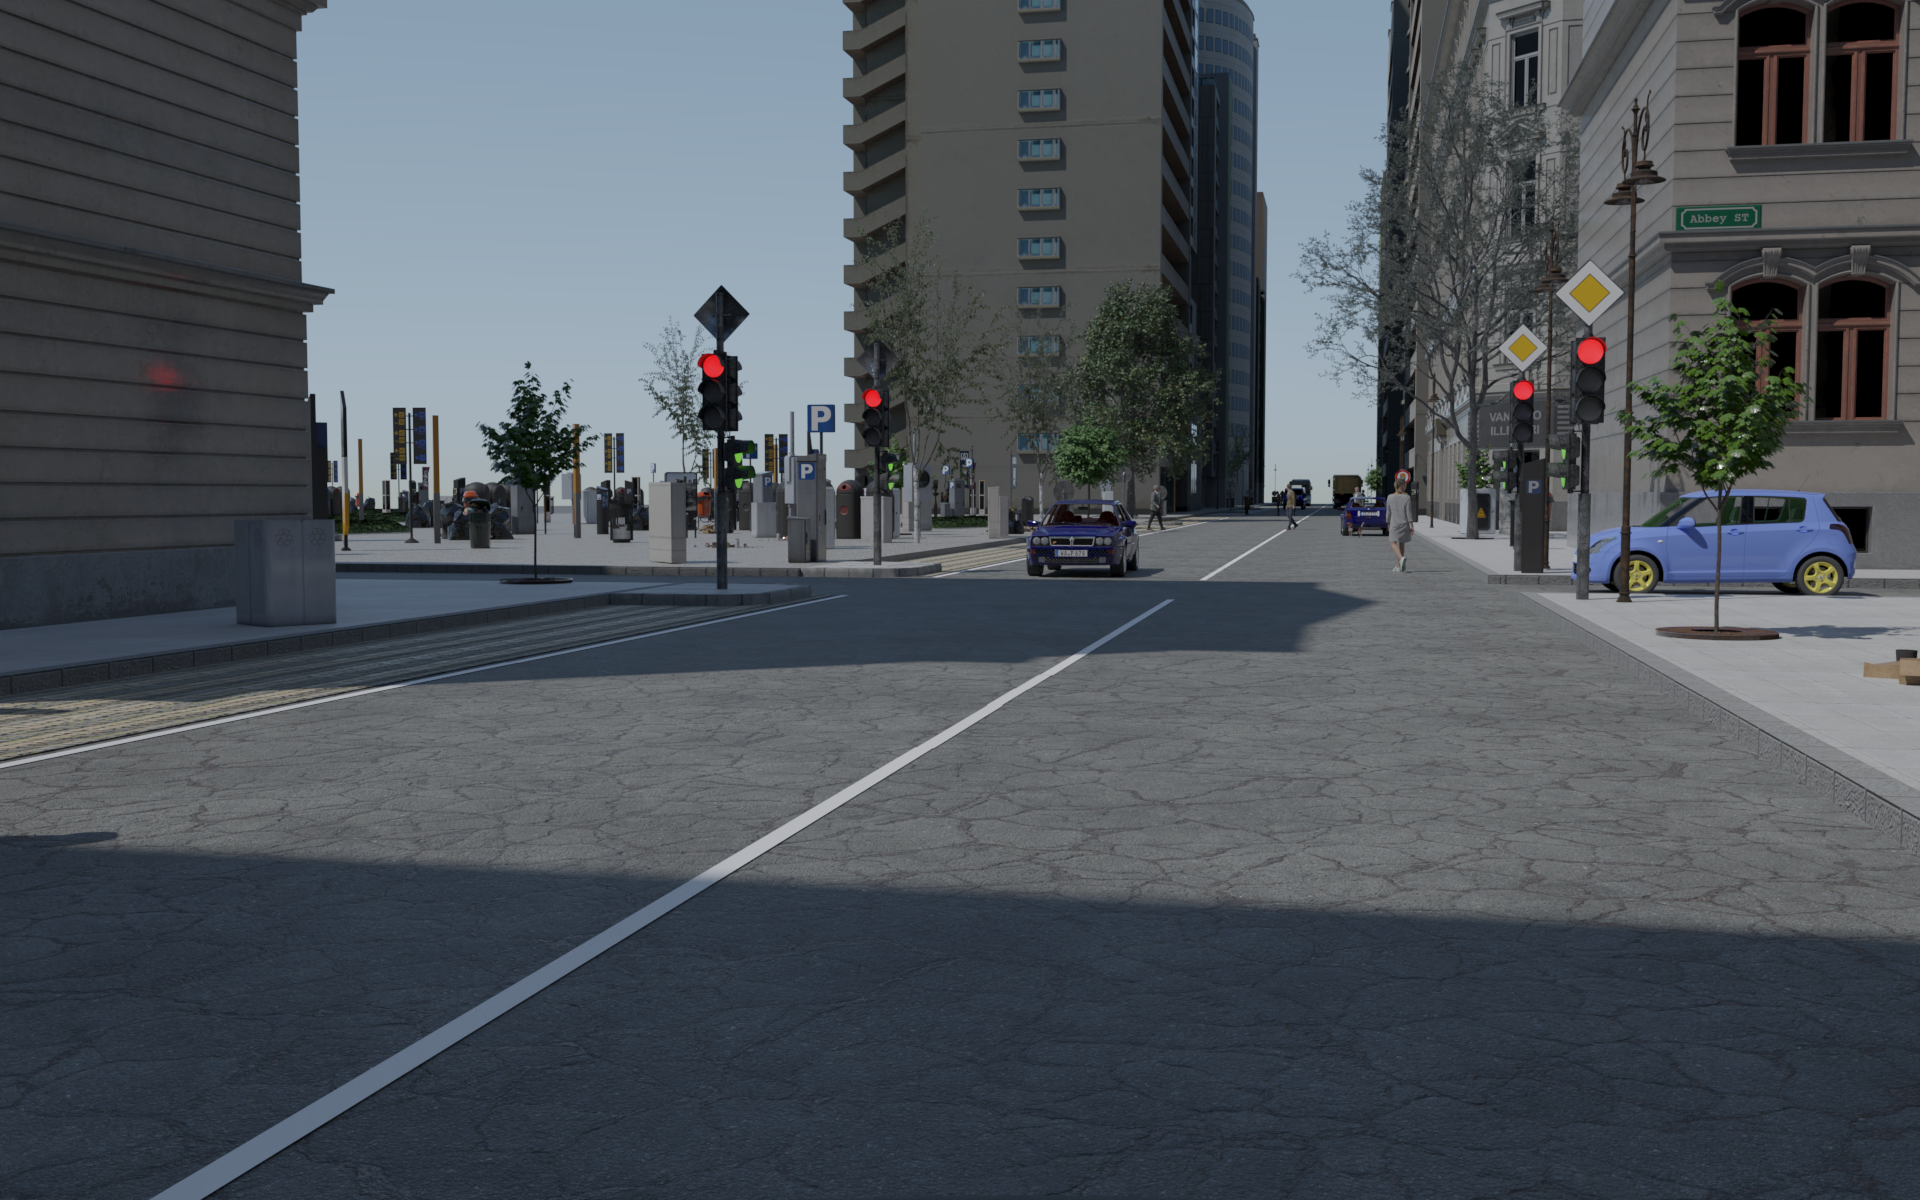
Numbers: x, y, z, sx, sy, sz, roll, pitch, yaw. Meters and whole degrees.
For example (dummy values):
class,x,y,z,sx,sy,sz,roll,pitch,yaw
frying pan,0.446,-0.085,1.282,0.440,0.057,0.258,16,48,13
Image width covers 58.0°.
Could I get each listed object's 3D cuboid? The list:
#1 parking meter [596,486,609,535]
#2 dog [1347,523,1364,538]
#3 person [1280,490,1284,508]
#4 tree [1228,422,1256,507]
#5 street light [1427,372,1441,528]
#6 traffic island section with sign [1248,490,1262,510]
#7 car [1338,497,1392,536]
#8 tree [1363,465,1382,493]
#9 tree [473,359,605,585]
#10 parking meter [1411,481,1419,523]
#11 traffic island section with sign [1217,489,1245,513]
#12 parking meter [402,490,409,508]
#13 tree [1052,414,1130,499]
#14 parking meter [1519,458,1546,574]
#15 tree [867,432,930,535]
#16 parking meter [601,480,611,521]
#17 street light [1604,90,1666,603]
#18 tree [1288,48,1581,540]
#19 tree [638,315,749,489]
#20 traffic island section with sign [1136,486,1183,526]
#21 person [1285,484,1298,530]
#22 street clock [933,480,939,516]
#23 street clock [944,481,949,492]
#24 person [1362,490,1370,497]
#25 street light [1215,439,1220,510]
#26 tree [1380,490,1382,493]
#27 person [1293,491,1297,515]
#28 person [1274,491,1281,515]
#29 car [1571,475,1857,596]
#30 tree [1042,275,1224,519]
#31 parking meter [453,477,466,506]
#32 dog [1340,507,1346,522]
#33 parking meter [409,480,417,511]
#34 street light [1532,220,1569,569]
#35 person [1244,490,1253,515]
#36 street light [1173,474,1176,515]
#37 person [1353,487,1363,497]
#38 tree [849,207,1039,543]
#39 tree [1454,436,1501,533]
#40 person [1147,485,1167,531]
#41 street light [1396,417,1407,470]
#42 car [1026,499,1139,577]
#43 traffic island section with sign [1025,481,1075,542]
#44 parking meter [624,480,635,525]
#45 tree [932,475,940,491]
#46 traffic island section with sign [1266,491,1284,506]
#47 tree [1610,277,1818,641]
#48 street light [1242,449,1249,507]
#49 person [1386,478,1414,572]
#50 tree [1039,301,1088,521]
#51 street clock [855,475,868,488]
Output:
class,x,y,z,sx,sy,sz,roll,pitch,yaw
parking meter,-11.365,-2.854,55.069,0.372,1.533,0.369,0,3,0
dog,12.911,-2.281,56.582,0.406,0.507,0.540,2,4,34
person,32.515,-10.159,174.601,1.348,1.824,0.705,1,4,18
tree,27.677,-13.717,174.635,4.737,8.622,4.395,0,3,0
street light,17.926,-5.679,65.634,0.468,5.910,1.993,1,4,12
traffic island section with sign,26.051,-8.968,155.256,1.989,1.847,2.006,1,4,12
car,14.175,-2.924,60.392,1.945,1.354,3.894,1,4,11
tree,45.661,-12.589,189.540,4.285,4.588,4.351,0,3,0
tree,-6.261,-1.861,25.026,1.663,3.219,1.824,0,3,0
parking meter,20.532,-4.434,78.203,0.255,1.863,0.399,2,4,34
traffic island section with sign,20.195,-7.354,128.861,1.989,1.847,2.006,1,4,12
parking meter,-33.876,-5.959,105.845,0.372,1.533,0.369,0,3,0
tree,5.294,-5.348,71.157,4.285,4.588,4.351,0,3,0
parking meter,9.265,-1.367,28.066,0.399,1.863,0.255,1,4,16
tree,-2.153,-3.652,54.304,1.663,3.219,1.824,0,3,0
parking meter,-14.637,-4.027,71.552,0.399,1.863,0.255,3,4,37
street light,7.880,-2.910,20.368,0.468,5.910,1.993,1,4,12
tree,14.406,-8.464,48.763,12.009,13.543,11.850,0,3,0
tree,-11.205,-7.444,72.076,4.360,8.622,3.978,0,3,0
traffic island section with sign,9.172,-4.321,79.279,1.989,1.847,2.006,1,4,12
person,13.276,-3.737,69.518,0.836,1.842,0.656,-3,5,-39
street clock,-1.216,-5.004,86.393,0.358,2.002,0.471,0,4,2
street clock,-0.691,-5.775,98.999,0.358,2.002,0.471,-2,4,-31
person,29.828,-7.253,127.620,0.750,1.759,0.617,-1,4,-10
street light,21.216,-10.384,142.569,0.468,5.910,1.993,1,4,12
tree,47.257,-12.130,192.924,1.663,3.219,1.824,0,3,0
person,22.590,-6.587,117.670,0.593,1.643,0.415,0,4,-6
person,21.241,-6.480,115.922,0.415,1.643,0.593,-1,4,-15
car,10.679,-0.923,24.682,3.694,1.707,1.945,1,4,12
tree,9.060,-10.626,90.735,9.611,12.733,9.660,0,3,0
parking meter,-17.491,-3.354,60.542,0.255,1.863,0.399,3,4,37
dog,19.689,-4.421,89.113,0.800,0.831,0.513,0,4,-5
parking meter,-23.062,-4.116,73.004,0.255,1.863,0.399,-2,4,-28
street light,10.051,-3.473,29.564,0.468,5.910,1.993,1,4,12
person,20.044,-6.803,120.460,0.721,1.736,1.217,3,4,38
street light,13.227,-8.180,106.525,0.468,5.910,1.993,1,4,12
person,19.669,-4.709,85.889,0.834,1.777,0.661,-3,5,-42
tree,-0.966,-5.764,44.599,4.360,8.622,3.978,0,3,0
tree,17.238,-3.846,57.488,1.663,3.219,1.824,0,3,0
person,7.699,-3.584,67.497,0.834,1.777,0.661,1,4,15
street light,26.458,-8.029,104.061,0.468,5.910,1.993,1,4,12
car,2.256,-1.148,31.346,1.945,1.354,3.894,1,4,11
traffic island section with sign,3.097,-2.649,51.946,1.989,1.847,2.006,1,4,12
parking meter,-13.749,-4.061,72.115,0.399,1.863,0.255,0,4,-4
tree,-2.149,-6.042,93.386,1.663,3.219,1.824,0,3,0
traffic island section with sign,38.049,-12.270,209.233,1.989,1.847,2.006,1,4,12
tree,6.711,-1.285,15.608,1.663,3.219,1.824,0,3,0
street light,29.190,-12.589,178.616,0.468,5.910,1.993,1,4,12
person,8.070,-1.372,31.686,0.466,1.731,0.760,0,4,-7
tree,2.809,-6.887,62.957,4.360,8.622,3.978,0,3,0
street clock,-3.676,-3.677,64.691,0.471,2.002,0.358,-3,5,-44
